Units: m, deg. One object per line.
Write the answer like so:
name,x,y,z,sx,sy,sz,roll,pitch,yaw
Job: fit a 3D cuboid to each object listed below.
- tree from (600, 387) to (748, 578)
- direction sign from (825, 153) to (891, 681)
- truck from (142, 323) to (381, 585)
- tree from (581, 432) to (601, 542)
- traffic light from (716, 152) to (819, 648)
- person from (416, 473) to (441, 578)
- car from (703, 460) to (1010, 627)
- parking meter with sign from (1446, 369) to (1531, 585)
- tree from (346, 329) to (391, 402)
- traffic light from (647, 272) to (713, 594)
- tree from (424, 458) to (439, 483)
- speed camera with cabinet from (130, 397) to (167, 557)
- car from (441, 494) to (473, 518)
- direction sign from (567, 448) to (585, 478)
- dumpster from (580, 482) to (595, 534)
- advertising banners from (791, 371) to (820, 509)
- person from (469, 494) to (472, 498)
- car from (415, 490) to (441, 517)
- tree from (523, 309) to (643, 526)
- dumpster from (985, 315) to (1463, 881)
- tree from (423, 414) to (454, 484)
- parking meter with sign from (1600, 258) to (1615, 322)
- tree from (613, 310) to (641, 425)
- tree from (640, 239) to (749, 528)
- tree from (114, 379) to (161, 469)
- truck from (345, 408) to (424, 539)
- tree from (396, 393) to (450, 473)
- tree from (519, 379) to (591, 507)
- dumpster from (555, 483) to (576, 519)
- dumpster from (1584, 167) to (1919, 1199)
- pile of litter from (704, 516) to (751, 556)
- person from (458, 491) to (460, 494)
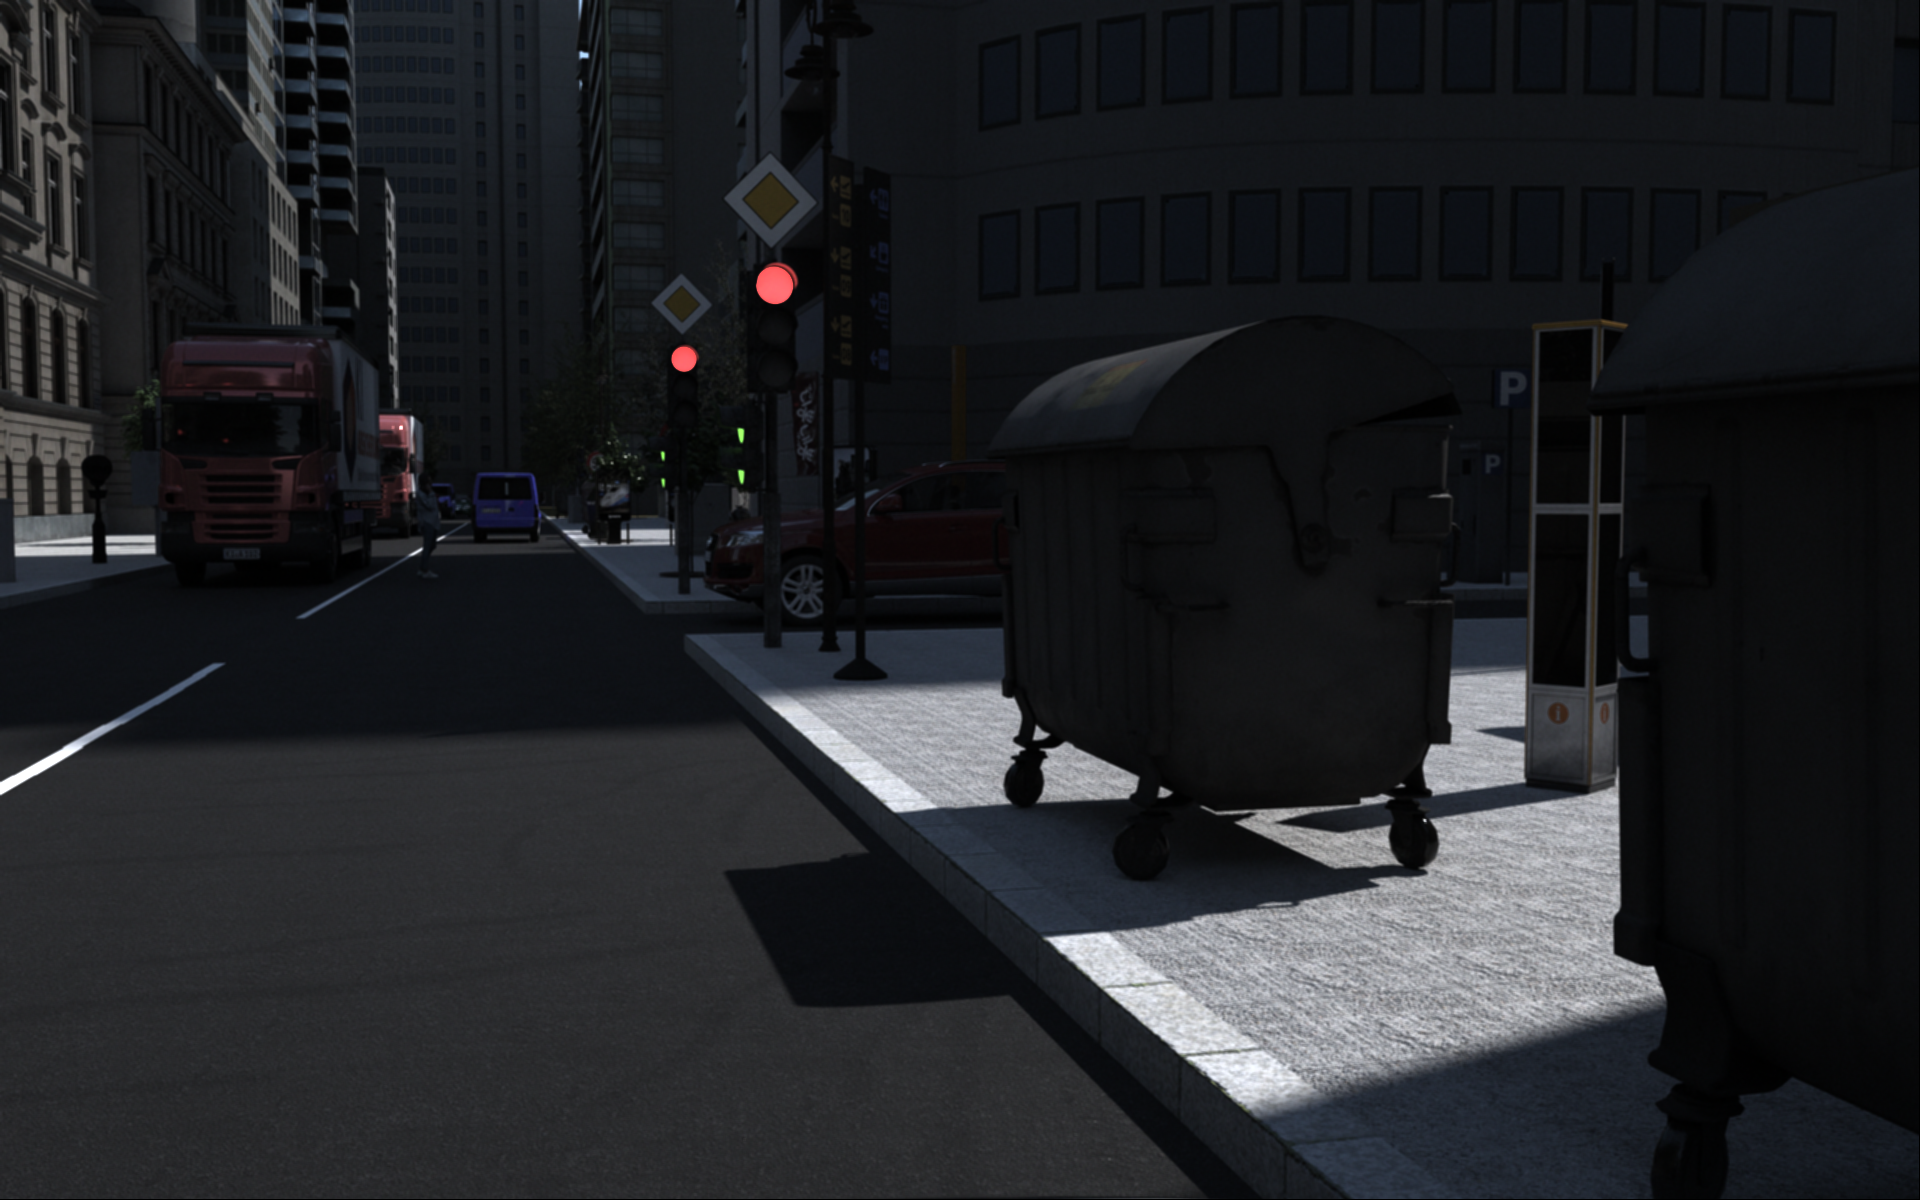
tree,-4.309,-1.981,26.985,1.663,3.219,1.824,0,3,0
direction sign,-0.694,-1.222,11.984,0.379,3.537,0.876,2,4,26
truck,-12.051,-2.565,30.854,2.839,4.237,11.283,-1,4,-14
tree,-9.397,-3.167,46.374,1.663,3.219,1.824,0,3,0
traffic light,-1.587,-1.558,14.390,0.839,4.253,0.868,-1,4,-14
person,-9.137,-1.278,29.662,0.793,1.790,0.793,-3,4,-36
car,-0.294,-0.692,19.980,5.304,1.827,2.281,-1,4,-14
parking meter with sign,7.564,-1.761,25.046,0.543,3.016,1.738,-1,4,-9
tree,-27.504,-7.731,76.771,4.360,8.622,3.978,0,3,0
traffic light,-3.559,-2.031,22.128,0.839,4.253,0.868,-1,4,-14
tree,-42.053,-9.202,134.167,4.285,4.588,4.351,0,3,0
speed camera with cabinet,-16.587,-2.557,36.145,0.660,3.252,2.038,0,4,-2
car,-30.911,-5.795,106.551,2.131,1.459,4.920,-1,4,-14
direction sign,-18.899,-5.711,85.378,0.876,3.537,0.379,0,4,6
dumpster,-11.723,-3.105,56.532,1.264,1.857,1.865,-1,4,-14
advertising banners,-1.569,-1.731,24.489,2.074,3.025,0.090,2,4,30
person,-35.013,-7.117,125.002,1.348,1.807,0.705,0,4,-2
car,-26.046,-4.539,82.893,2.281,1.827,5.304,-1,4,-13
tree,-14.880,-7.299,69.708,4.737,8.622,4.395,0,3,0
dumpster,0.928,-0.045,6.498,1.264,1.857,1.865,-1,4,-14
tree,-48.497,-12.723,158.386,4.360,8.622,3.978,0,3,0
parking meter with sign,5.646,-1.013,12.829,1.738,3.016,0.543,1,4,20
tree,-10.829,-6.957,64.113,4.360,8.622,3.978,0,3,0
tree,-6.028,-6.061,49.464,4.360,8.622,3.978,0,3,0
tree,-20.148,-3.748,44.997,4.285,4.588,4.351,0,3,0
truck,-19.759,-4.278,58.862,2.839,4.237,11.283,-1,4,-15
tree,-39.925,-10.820,127.268,4.737,8.622,4.395,0,3,0
tree,-39.641,-15.438,170.540,7.486,12.596,7.792,0,3,0
dumpster,-20.803,-5.254,91.658,1.264,1.857,1.865,-1,4,-14
dumpster,1.949,0.203,2.448,1.264,1.857,1.865,-1,4,-14
pile of litter,-4.436,-1.216,33.853,1.176,0.858,1.719,0,4,8
person,-43.701,-8.656,150.958,0.756,1.711,0.436,1,4,19
